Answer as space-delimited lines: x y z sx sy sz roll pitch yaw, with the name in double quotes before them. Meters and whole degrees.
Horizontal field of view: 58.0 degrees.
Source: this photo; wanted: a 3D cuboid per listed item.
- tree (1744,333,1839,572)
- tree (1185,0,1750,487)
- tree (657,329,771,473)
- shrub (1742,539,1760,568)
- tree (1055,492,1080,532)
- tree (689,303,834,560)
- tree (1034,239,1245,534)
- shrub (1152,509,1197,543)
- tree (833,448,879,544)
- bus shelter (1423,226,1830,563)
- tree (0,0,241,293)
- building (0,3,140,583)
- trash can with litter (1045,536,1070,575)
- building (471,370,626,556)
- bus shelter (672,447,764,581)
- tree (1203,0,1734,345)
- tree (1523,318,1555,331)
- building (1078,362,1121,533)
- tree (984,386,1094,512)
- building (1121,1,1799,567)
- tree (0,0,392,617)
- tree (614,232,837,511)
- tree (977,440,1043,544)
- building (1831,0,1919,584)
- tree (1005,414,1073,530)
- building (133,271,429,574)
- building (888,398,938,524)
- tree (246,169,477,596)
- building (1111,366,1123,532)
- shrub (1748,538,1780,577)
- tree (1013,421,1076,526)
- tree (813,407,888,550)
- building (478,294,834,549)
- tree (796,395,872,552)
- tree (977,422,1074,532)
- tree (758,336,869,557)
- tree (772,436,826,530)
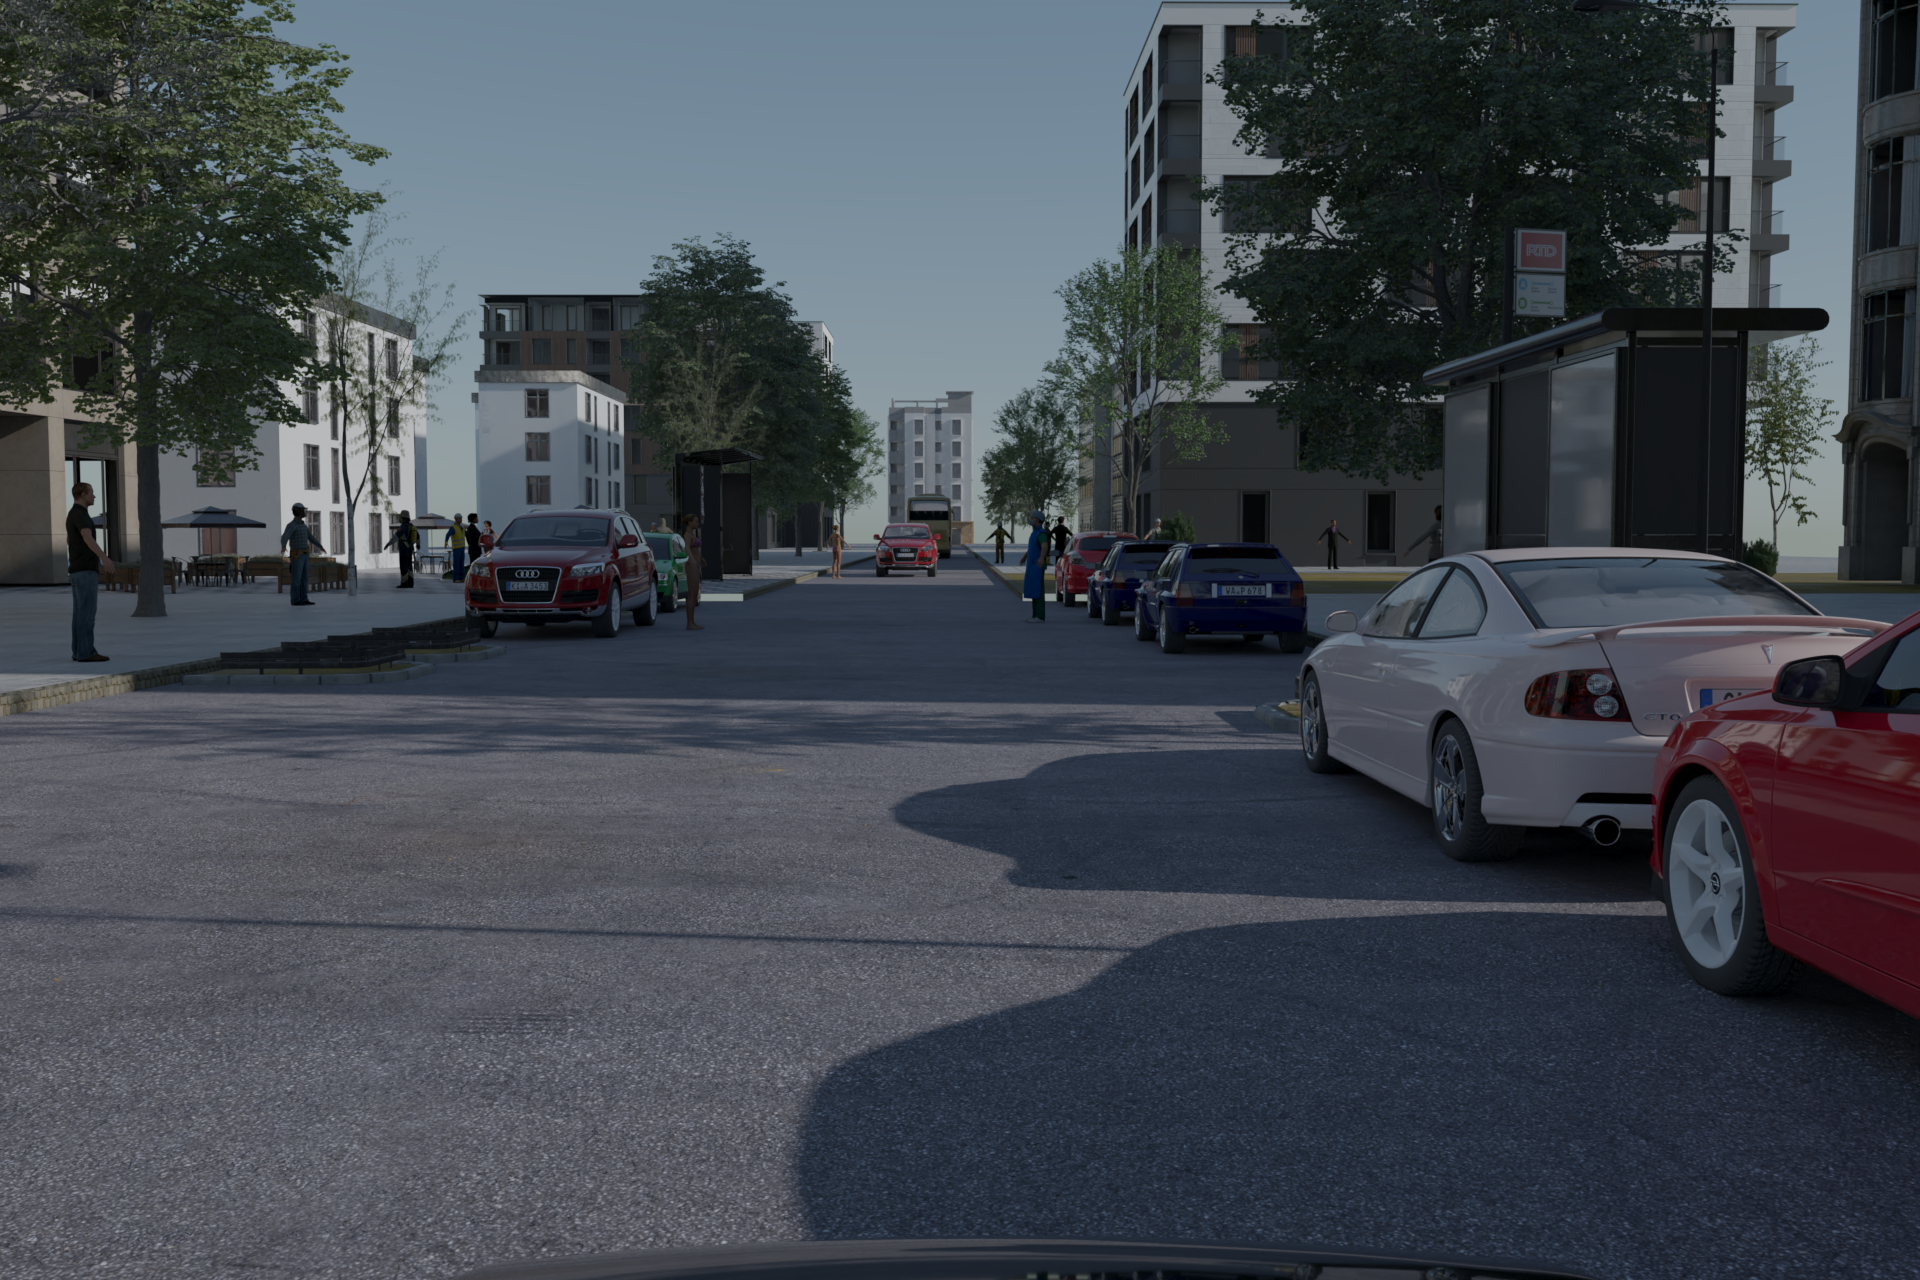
"tree" 26.459 -6.476 56.238 4.737 8.622 4.395 0 3 0
"tree" 9.426 -7.692 32.415 9.857 13.997 8.962 0 3 0
"tree" -9.634 -6.895 63.088 4.360 8.622 3.978 0 3 0
"shrub" 19.167 -1.934 42.733 1.383 1.207 1.383 0 3 0
"tree" 14.974 -17.415 235.090 4.737 8.622 4.395 0 3 0
"tree" -10.018 -10.204 84.958 7.486 12.596 7.792 0 3 0
"tree" 6.165 -8.297 61.415 9.928 11.665 9.643 0 3 0
"shrub" 6.921 -3.132 55.250 1.661 2.075 1.752 0 3 0
"tree" -16.226 -19.740 233.125 12.009 13.543 11.850 0 3 0
"bus shelter" 6.951 -2.613 20.361 2.179 5.291 8.768 0 4 -1
"tree" -12.515 -6.441 15.674 12.009 13.543 11.850 0 3 0
"building" -31.519 -13.774 28.406 19.350 26.588 34.151 0 4 0
"trash can with litter" 3.283 -2.609 53.723 1.678 1.210 2.233 0 4 -1
"building" -24.389 -9.839 103.013 9.099 9.664 28.070 0 4 -1
"bus shelter" -6.915 -3.594 50.053 1.731 3.624 6.357 0 4 1
"tree" 12.933 -11.620 45.869 12.611 20.169 13.585 0 3 0
"tree" 19.161 -6.521 56.974 4.360 8.622 3.978 0 3 0
"building" 22.311 -21.316 179.437 19.493 23.208 18.063 0 4 -1
"tree" 5.531 -11.871 119.844 9.928 11.665 9.643 0 3 0
"building" 21.507 -14.638 83.301 27.936 21.610 32.646 0 4 -1
"tree" -12.839 -6.653 26.908 7.486 12.596 7.792 0 3 0
"tree" -9.707 -10.196 73.354 9.857 13.997 8.962 0 3 0
"tree" 7.179 -19.908 232.151 9.857 13.997 8.962 0 3 0
"building" 29.002 -12.878 27.201 14.369 24.946 33.146 0 4 0
"tree" 5.331 -9.538 106.308 4.360 8.622 3.978 0 3 0
"building" -26.296 -7.788 69.480 9.099 9.664 28.070 0 3 0
"building" -9.330 -22.865 232.715 11.380 20.090 16.016 0 4 -3
"tree" -12.865 -5.222 35.738 4.360 8.622 3.978 0 3 0
"building" 24.148 -20.133 160.111 19.493 23.208 18.063 0 4 0
"shrub" 22.481 -2.293 48.608 1.383 1.207 1.383 0 3 0
"tree" 5.247 -9.902 112.255 4.737 8.622 4.395 0 3 0
"tree" -9.435 -13.132 140.470 9.928 11.665 9.643 0 3 0
"building" -27.057 -19.585 164.182 27.936 21.610 32.646 0 3 0
"tree" -10.153 -12.292 126.737 9.928 11.665 9.643 0 3 0
"tree" 5.681 -12.437 137.765 7.601 10.594 8.767 3 4 36
"tree" -8.870 -11.056 98.898 7.486 12.596 7.792 0 3 0
"tree" -10.013 -9.557 106.619 4.360 8.622 3.978 0 3 0
